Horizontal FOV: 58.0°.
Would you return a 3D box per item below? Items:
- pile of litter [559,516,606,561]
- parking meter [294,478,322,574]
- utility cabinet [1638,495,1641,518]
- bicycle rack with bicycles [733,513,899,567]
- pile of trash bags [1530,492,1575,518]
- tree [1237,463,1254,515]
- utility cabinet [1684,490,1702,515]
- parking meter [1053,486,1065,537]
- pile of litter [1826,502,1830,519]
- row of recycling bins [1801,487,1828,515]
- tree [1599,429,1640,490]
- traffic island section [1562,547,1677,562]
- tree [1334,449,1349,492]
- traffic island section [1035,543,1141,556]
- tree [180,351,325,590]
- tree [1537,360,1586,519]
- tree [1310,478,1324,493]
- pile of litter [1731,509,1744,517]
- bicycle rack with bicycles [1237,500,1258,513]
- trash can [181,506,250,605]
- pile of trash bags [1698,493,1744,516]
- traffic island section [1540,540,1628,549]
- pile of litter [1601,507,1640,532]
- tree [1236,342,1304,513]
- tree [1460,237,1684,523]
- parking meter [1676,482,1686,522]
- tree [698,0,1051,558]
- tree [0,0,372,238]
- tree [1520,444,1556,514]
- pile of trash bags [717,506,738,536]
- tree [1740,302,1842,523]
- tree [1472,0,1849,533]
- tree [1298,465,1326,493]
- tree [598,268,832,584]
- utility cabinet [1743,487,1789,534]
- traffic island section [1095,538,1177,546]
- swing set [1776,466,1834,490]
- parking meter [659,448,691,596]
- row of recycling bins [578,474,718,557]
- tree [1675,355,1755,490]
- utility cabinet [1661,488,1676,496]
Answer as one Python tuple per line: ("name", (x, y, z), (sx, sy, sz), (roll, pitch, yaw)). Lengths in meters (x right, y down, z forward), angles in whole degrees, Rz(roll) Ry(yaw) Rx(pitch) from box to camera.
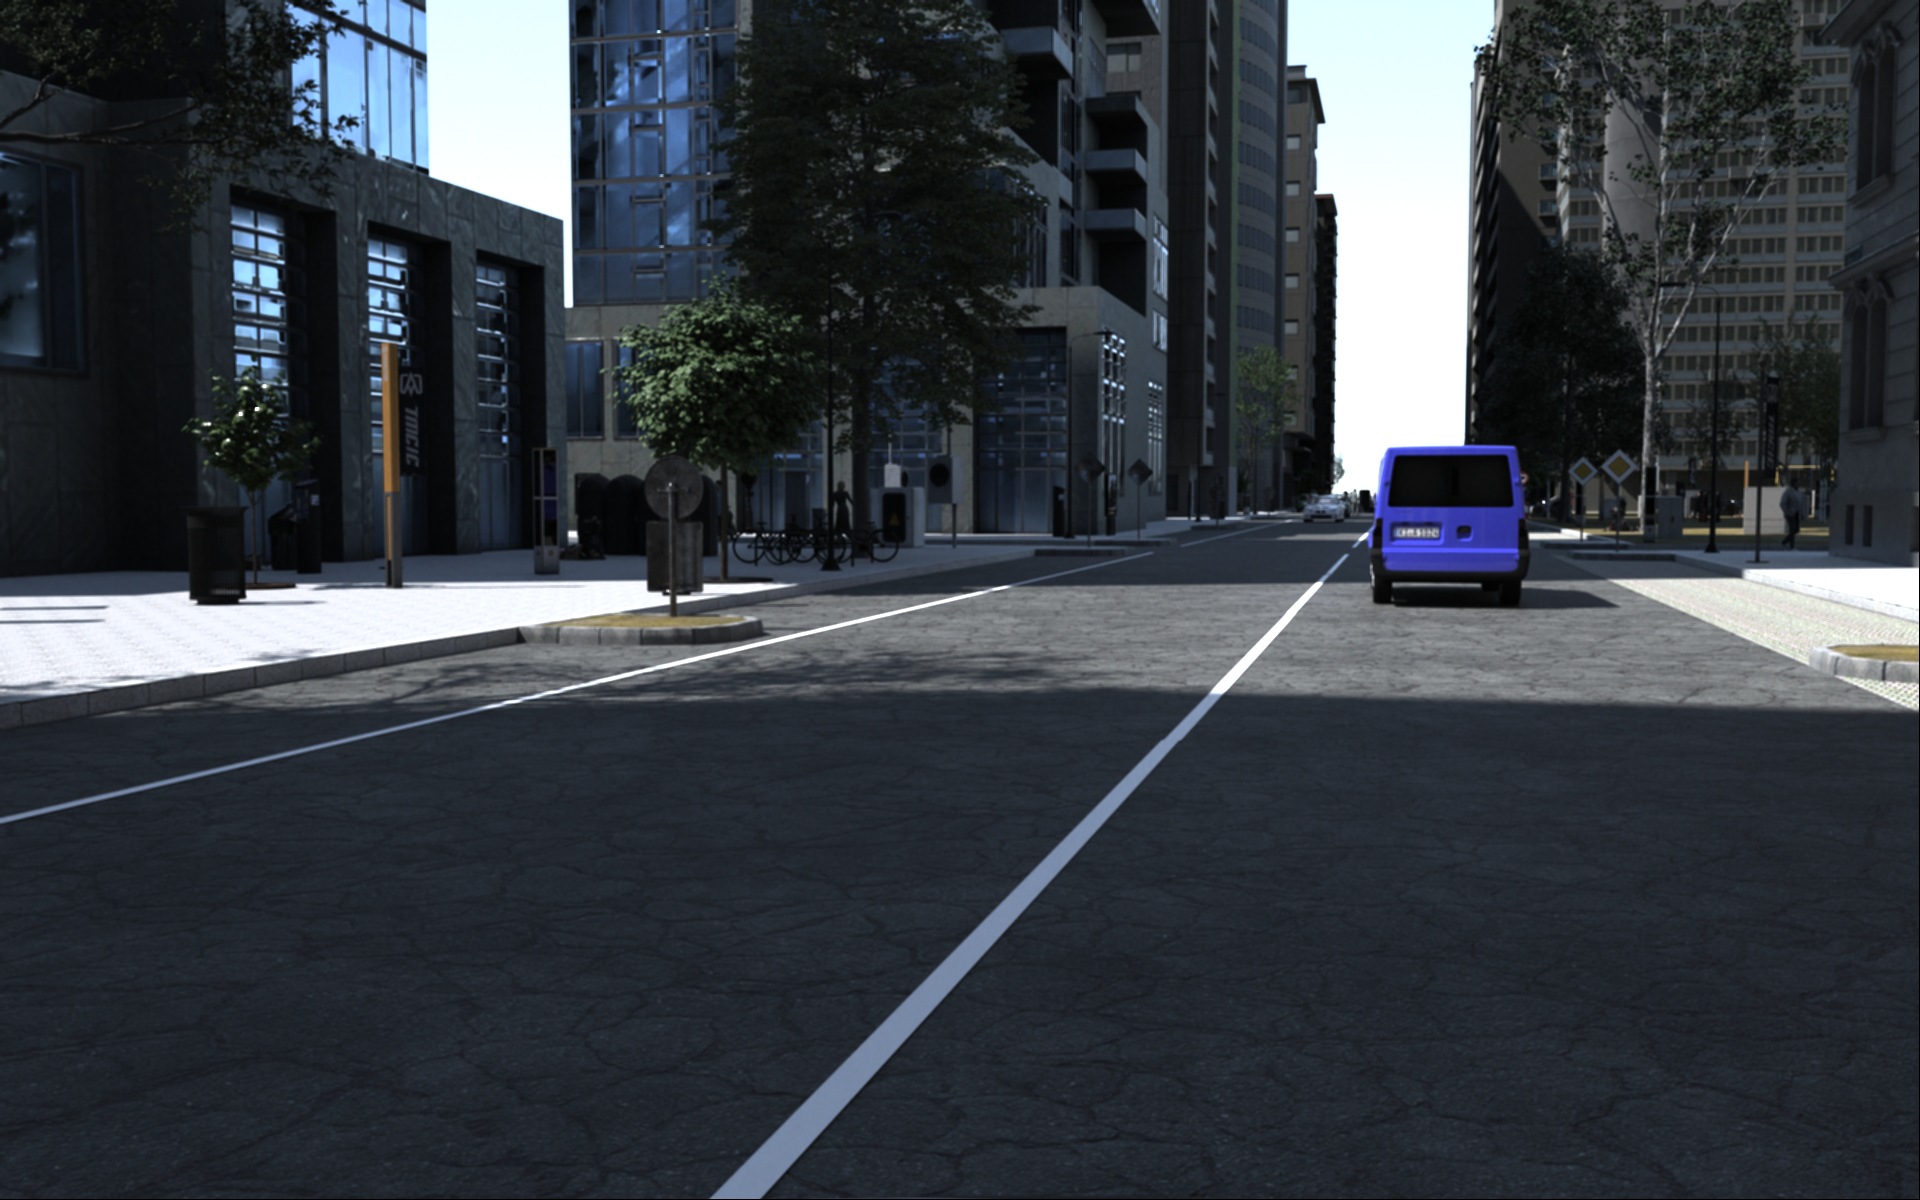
("pile of litter", (-7.506, -1.230, 34.079), (1.176, 0.858, 1.719), (0, 4, 2))
("parking meter", (-10.520, -1.195, 27.954), (0.372, 1.533, 0.369), (0, 3, 0))
("utility cabinet", (37.442, -5.083, 94.274), (1.020, 1.237, 0.306), (-1, 4, -11))
("bicycle rack with bicycles", (-2.776, -1.124, 31.758), (2.925, 0.926, 2.852), (1, 4, 10))
("pile of trash bags", (32.487, -5.161, 94.136), (1.912, 1.369, 3.447), (3, 5, 43))
("tree", (17.071, -6.876, 107.025), (1.663, 3.219, 1.824), (0, 3, 0))
("utility cabinet", (43.607, -5.782, 103.212), (1.173, 1.500, 0.318), (-1, 4, -18))
("parking meter", (2.963, -2.655, 51.820), (0.372, 1.533, 0.369), (0, 3, 0))
("pile of litter", (45.591, -4.683, 90.527), (1.719, 0.858, 1.176), (-1, 4, -22))
("row of recycling bins", (52.406, -5.943, 104.288), (3.534, 1.692, 1.069), (2, 4, 28))
("tree", (42.577, -9.844, 111.318), (4.360, 8.622, 3.978), (0, 3, 0))
("traffic island section", (14.573, -0.983, 38.354), (2.009, 0.180, 2.903), (1, 4, 14))
("tree", (60.249, -19.973, 276.922), (4.737, 8.622, 4.395), (0, 3, 0))
("traffic island section", (3.054, -1.163, 41.302), (2.009, 0.180, 2.903), (1, 4, 14))
("tree", (-9.488, -1.772, 23.578), (1.663, 3.219, 1.824), (0, 3, 0))
("tree", (30.306, -8.440, 88.357), (4.737, 8.622, 4.395), (0, 3, 0))
("tree", (39.298, -12.064, 191.843), (1.663, 3.219, 1.824), (0, 3, 0))
("pile of litter", (43.741, -5.019, 96.031), (1.176, 0.858, 1.719), (-3, 5, -43))
("bicycle rack with bicycles", (18.559, -6.227, 115.190), (2.852, 0.926, 2.925), (-1, 4, -22))
("trash can", (-8.660, -0.522, 20.184), (0.748, 1.137, 0.748), (0, 3, 0))
("pile of trash bags", (43.931, -5.530, 100.175), (3.447, 1.369, 1.912), (-2, 4, -29))
("traffic island section", (16.557, -1.456, 46.090), (2.009, 0.180, 2.903), (1, 4, 14))
("pile of litter", (22.882, -2.803, 59.787), (1.176, 0.858, 1.719), (0, 4, -2))
("tree", (19.610, -11.728, 117.503), (9.928, 11.665, 9.643), (0, 3, 0))
("tree", (27.280, -9.811, 77.420), (9.611, 12.733, 9.660), (0, 3, 0))
("parking meter", (33.550, -4.585, 80.673), (0.399, 1.863, 0.255), (-1, 4, -13))
("tree", (-1.750, -7.134, 34.769), (7.486, 12.596, 7.792), (0, 3, 0))
("tree", (-6.676, -4.645, 10.352), (7.601, 10.594, 8.767), (-1, 4, -11))
("tree", (36.809, -7.856, 112.166), (4.285, 4.588, 4.351), (0, 3, 0))
("pile of trash bags", (-8.497, -2.672, 53.447), (3.447, 1.369, 1.912), (2, 4, 34))
("tree", (32.345, -7.167, 67.542), (4.737, 8.622, 4.395), (0, 3, 0))
("tree", (23.960, -12.233, 55.903), (12.611, 20.169, 13.585), (0, 3, 0))
("tree", (39.557, -12.972, 195.802), (4.285, 4.588, 4.351), (0, 3, 0))
("tree", (-3.549, -2.544, 25.304), (4.285, 4.588, 4.351), (0, 3, 0))
("utility cabinet", (25.363, -2.809, 54.608), (1.173, 1.500, 0.318), (1, 4, 20))
("traffic island section", (5.038, -1.636, 49.037), (2.009, 0.180, 2.903), (1, 4, 14))
("swing set", (47.467, -6.114, 97.588), (3.119, 2.851, 2.862), (2, 4, 32))
("parking meter", (-3.623, -0.993, 21.939), (0.399, 1.863, 0.255), (0, 4, -5))
("row of recycling bins", (-6.602, -1.792, 36.404), (3.534, 1.692, 1.069), (2, 4, 29))
("tree", (40.273, -8.694, 92.511), (4.360, 8.622, 3.978), (0, 3, 0))
("utility cabinet", (26.687, -3.463, 65.294), (0.318, 1.500, 1.173), (1, 4, 11))
